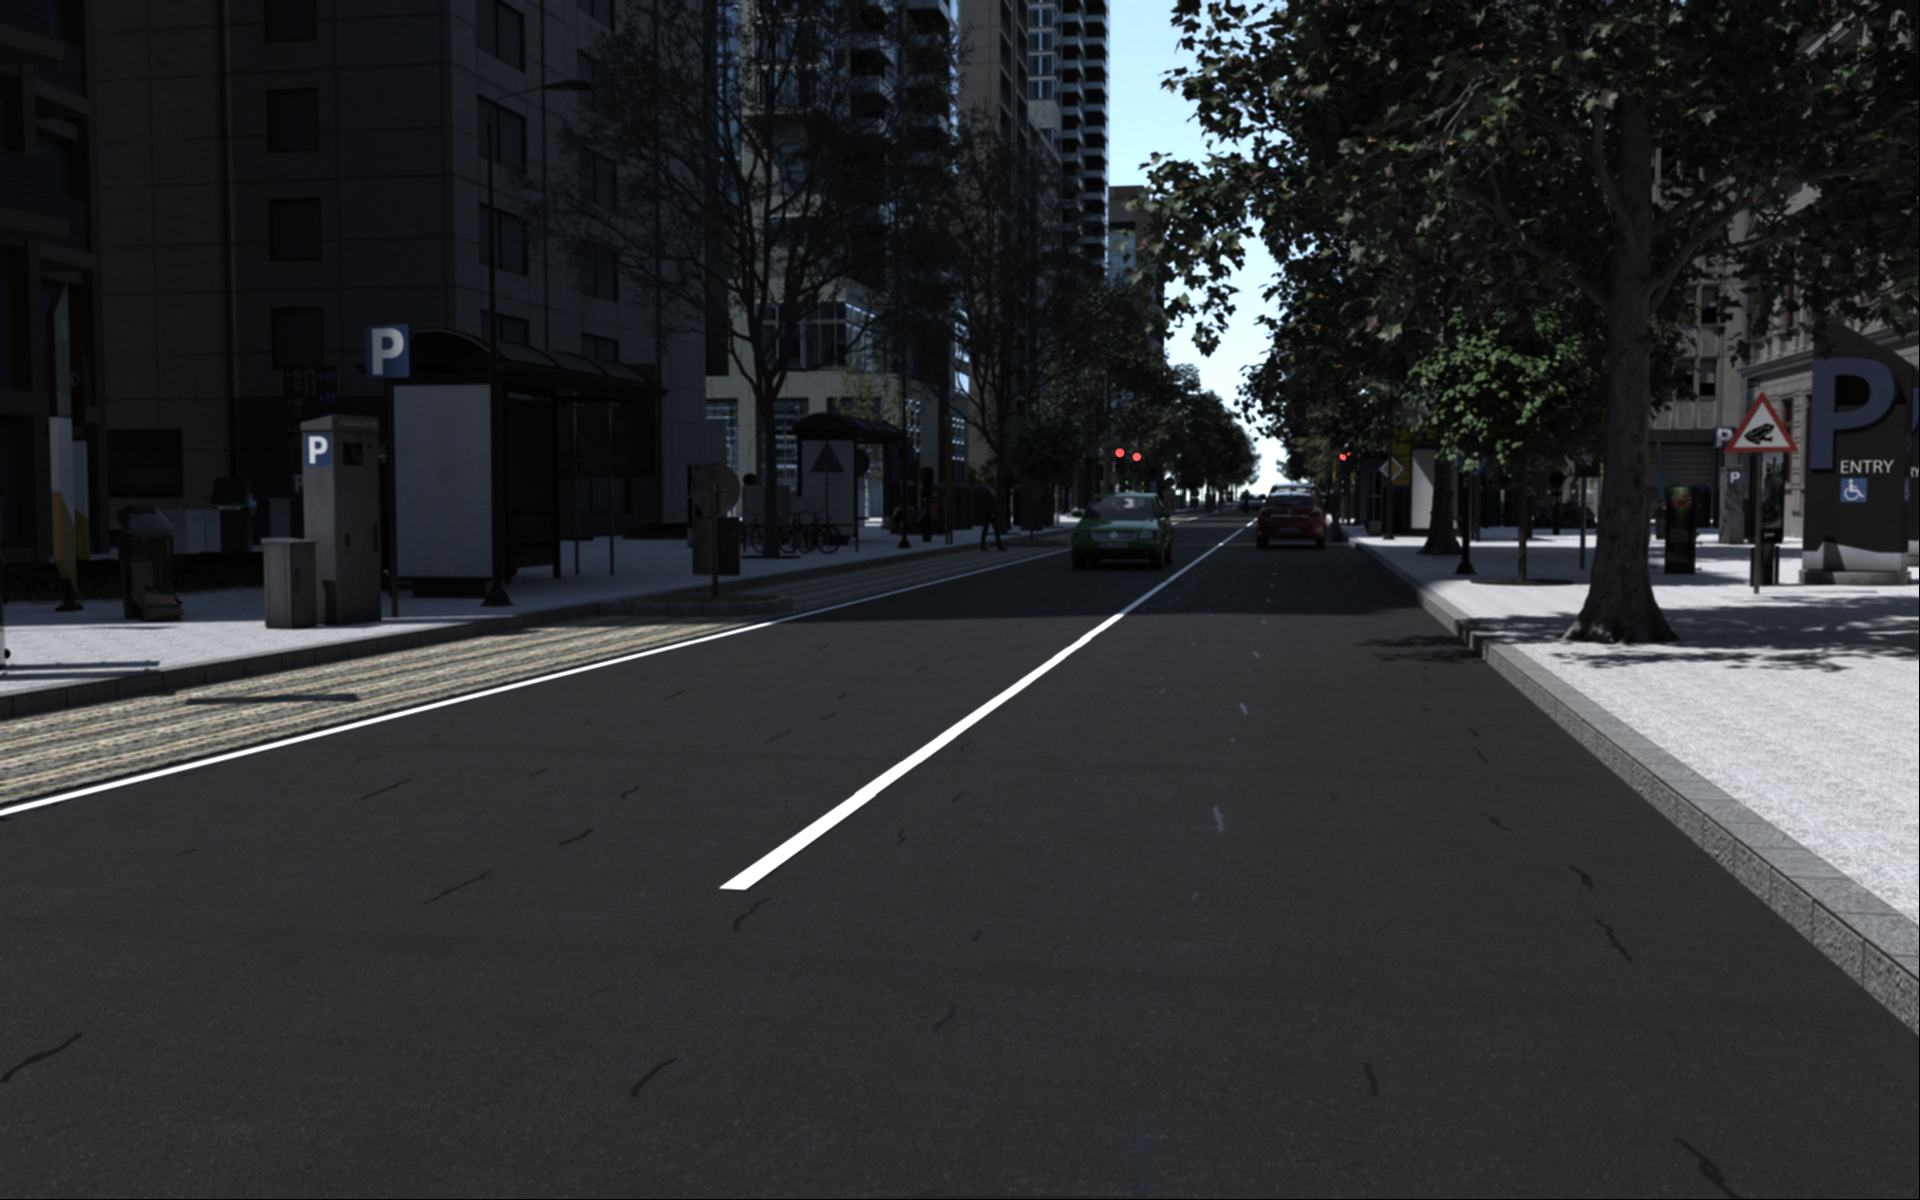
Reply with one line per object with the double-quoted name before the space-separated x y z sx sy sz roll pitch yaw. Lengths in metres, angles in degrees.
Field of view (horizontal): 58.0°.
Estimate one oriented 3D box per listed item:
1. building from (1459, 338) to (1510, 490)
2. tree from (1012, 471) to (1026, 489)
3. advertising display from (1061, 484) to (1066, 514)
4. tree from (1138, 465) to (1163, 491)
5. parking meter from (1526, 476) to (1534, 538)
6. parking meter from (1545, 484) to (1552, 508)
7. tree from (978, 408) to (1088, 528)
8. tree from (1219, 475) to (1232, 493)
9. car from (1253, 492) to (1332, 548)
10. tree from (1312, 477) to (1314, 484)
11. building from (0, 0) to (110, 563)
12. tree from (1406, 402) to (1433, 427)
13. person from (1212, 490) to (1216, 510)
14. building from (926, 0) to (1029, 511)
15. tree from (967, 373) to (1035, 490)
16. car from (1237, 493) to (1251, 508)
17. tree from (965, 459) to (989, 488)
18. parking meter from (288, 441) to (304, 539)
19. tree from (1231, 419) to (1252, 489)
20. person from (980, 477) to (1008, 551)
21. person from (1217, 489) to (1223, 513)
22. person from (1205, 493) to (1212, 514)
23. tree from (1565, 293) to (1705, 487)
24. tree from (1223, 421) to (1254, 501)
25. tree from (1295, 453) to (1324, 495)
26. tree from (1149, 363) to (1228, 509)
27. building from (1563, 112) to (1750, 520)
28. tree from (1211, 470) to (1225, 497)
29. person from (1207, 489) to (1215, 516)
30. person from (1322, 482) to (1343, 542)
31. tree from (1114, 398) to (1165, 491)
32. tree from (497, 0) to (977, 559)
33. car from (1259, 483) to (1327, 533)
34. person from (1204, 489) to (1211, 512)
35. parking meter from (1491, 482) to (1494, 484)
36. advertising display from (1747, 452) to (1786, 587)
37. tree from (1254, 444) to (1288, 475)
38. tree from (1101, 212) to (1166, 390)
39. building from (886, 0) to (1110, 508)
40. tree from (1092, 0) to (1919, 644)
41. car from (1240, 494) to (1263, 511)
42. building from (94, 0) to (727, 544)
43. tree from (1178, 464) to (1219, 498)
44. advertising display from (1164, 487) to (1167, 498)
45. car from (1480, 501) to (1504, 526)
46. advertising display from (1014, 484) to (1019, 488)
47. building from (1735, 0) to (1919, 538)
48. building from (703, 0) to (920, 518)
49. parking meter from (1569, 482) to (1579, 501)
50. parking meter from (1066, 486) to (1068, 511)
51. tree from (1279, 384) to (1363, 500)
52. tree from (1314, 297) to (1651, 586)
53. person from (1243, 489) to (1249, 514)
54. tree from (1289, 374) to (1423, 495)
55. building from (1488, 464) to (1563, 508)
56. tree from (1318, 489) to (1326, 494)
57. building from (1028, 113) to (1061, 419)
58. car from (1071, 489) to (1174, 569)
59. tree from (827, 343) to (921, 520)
"building" 46.773 -18.017 136.382 13.314 21.916 24.055 1 4 11
"tree" 4.247 -7.569 118.354 1.663 3.219 1.824 0 3 0
"advertising display" 6.821 -6.633 113.656 0.123 1.923 0.974 -1 4 -9
"tree" 12.356 -7.267 113.414 1.663 3.219 1.824 0 3 0
"parking meter" 16.605 -2.757 50.796 0.255 1.863 0.399 -1 4 -13
"parking meter" 33.989 -5.770 100.052 0.399 1.863 0.255 1 4 14
"tree" 3.253 -5.024 65.852 4.285 4.588 4.351 0 3 0
"tree" 34.381 -14.987 228.748 4.285 4.588 4.351 0 3 0
"car" 9.065 -2.340 47.295 2.155 1.783 4.494 1 4 12
"tree" 19.687 -6.036 82.402 4.285 4.588 4.351 0 3 0
"building" -27.632 -22.586 23.909 22.147 44.769 28.867 1 4 11
"tree" 30.964 -10.054 114.749 4.360 8.622 3.978 0 3 0
"person" 23.519 -9.282 160.291 0.705 1.821 1.348 0 4 3
"building" -3.025 -42.976 140.902 20.563 71.187 20.611 1 4 11
"tree" 2.584 -9.552 106.531 4.737 8.622 4.395 0 3 0
"car" 28.930 -10.085 174.474 1.945 1.707 3.694 1 4 13
"tree" 0.679 -6.203 96.025 1.663 3.219 1.824 0 3 0
"parking meter" -7.216 -0.828 19.243 0.399 1.863 0.255 2 4 27
"tree" 38.044 -20.241 249.069 7.486 12.596 7.792 0 3 0
"person" 0.832 -2.142 43.300 0.755 1.850 0.659 3 4 38
"person" 19.301 -7.344 128.591 0.388 1.821 0.555 -2 4 -24
"person" 18.109 -7.046 126.303 0.503 1.515 0.523 0 4 -6
"tree" 22.590 -6.706 60.013 4.737 8.622 4.395 0 3 0
"tree" 49.526 -24.402 309.339 12.009 13.543 11.850 0 3 0
"tree" 34.687 -13.258 167.127 4.737 8.622 4.395 0 3 0
"tree" 19.032 -14.162 149.675 7.486 12.596 7.792 0 3 0
"building" 42.755 -16.609 89.579 19.932 24.808 12.078 1 4 11
"tree" 30.422 -15.760 208.032 4.737 8.622 4.395 0 3 0
"person" 16.494 -6.422 113.769 0.573 1.790 0.520 1 4 12
"person" 11.083 -2.614 51.417 0.590 1.801 0.661 0 4 -1
"tree" 12.460 -10.273 118.319 4.360 8.622 3.978 0 3 0
"tree" -3.766 -7.563 34.024 12.009 13.543 11.850 0 3 0
"car" 11.380 -3.084 59.101 2.281 1.827 5.304 1 4 9
"person" 18.942 -7.585 132.496 0.713 1.824 0.794 -1 4 -12
"parking meter" 23.145 -4.287 75.796 0.399 1.863 0.255 -2 4 -32
"advertising display" 11.293 -1.165 24.259 0.974 1.923 0.123 -3 5 -44
"tree" 48.888 -19.899 235.724 12.009 13.543 11.850 0 3 0
"tree" 1.191 -8.811 54.428 12.009 13.543 11.850 0 3 0
"building" 6.351 -53.971 195.091 22.319 86.520 31.000 1 4 11
"tree" 5.961 -5.993 14.995 9.611 12.733 9.660 0 3 0
"car" 24.635 -8.199 146.061 2.014 1.417 4.499 1 4 10
"building" -20.515 -37.592 52.878 20.611 71.187 20.563 1 4 11
"tree" 22.805 -11.424 170.489 4.285 4.588 4.351 0 3 0
"advertising display" 16.023 -8.143 138.358 0.974 1.923 0.123 2 4 27
"car" 21.440 -4.002 74.234 4.718 1.807 1.959 1 4 9
"advertising display" 3.688 -6.617 113.406 0.123 1.923 0.974 1 4 15
"building" 28.620 -12.791 45.291 11.583 22.565 21.152 1 4 11
"building" -11.302 -48.623 107.661 22.319 86.520 31.000 1 4 11
"parking meter" 30.272 -4.875 85.410 0.399 1.863 0.255 2 4 27
"parking meter" 7.717 -7.406 126.794 0.399 1.863 0.255 2 4 26
"tree" 26.173 -11.577 123.699 7.601 10.594 8.767 -1 4 -15
"tree" 8.066 -2.519 24.892 4.285 4.588 4.351 0 3 0
"person" 21.092 -7.282 127.745 0.473 1.802 0.592 2 4 32
"tree" 21.391 -10.725 93.487 7.486 12.596 7.792 0 3 0
"building" 43.098 -19.509 112.478 14.314 27.812 24.014 1 4 11
"tree" 41.671 -12.459 198.297 1.663 3.219 1.824 0 3 0
"building" -3.846 -29.271 170.465 32.217 40.220 23.993 1 4 11
"car" 3.293 -1.584 34.689 1.959 1.807 4.718 1 4 10
"tree" -4.296 -8.189 84.246 4.737 8.622 4.395 0 3 0
